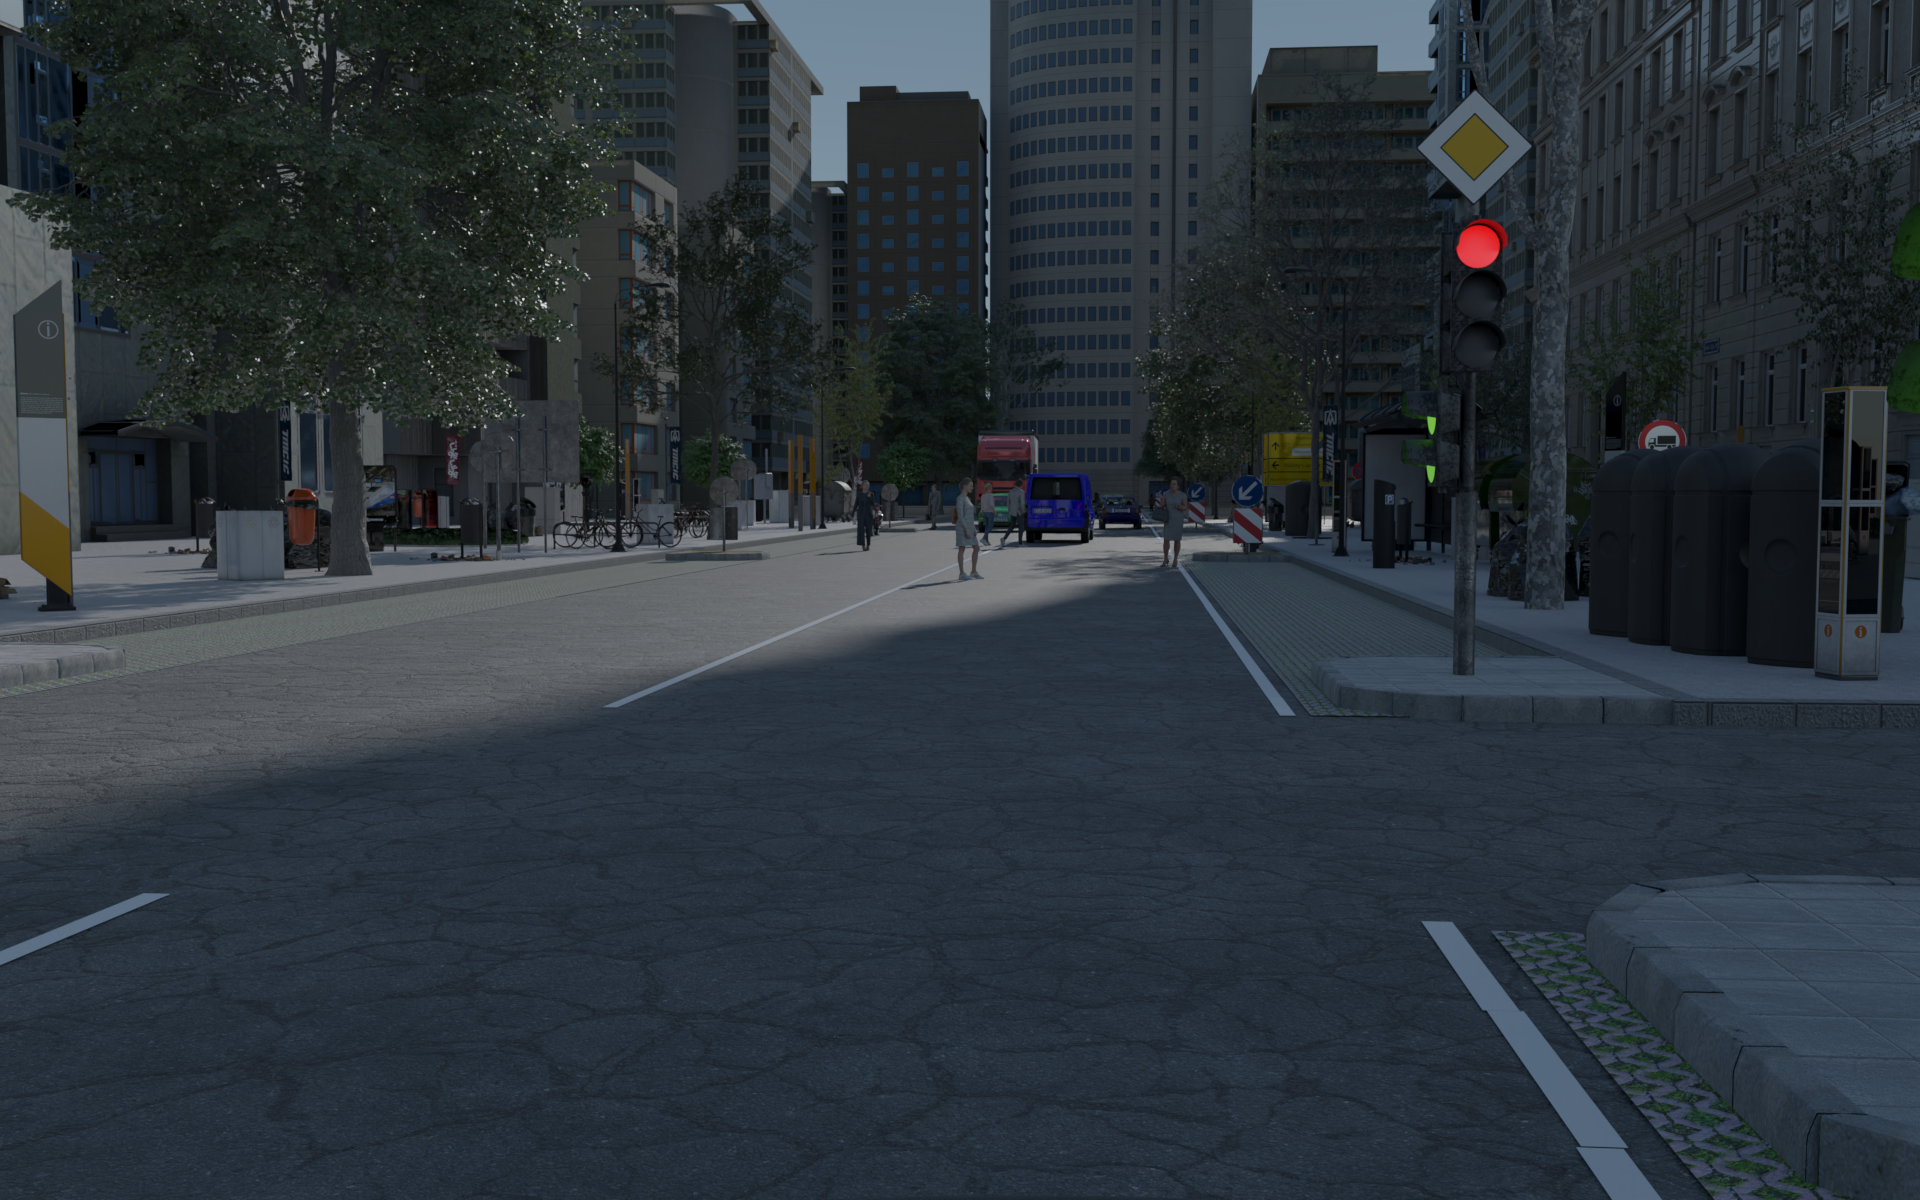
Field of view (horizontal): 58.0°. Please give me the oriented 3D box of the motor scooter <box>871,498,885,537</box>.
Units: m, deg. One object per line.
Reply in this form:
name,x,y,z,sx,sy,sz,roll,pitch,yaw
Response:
motor scooter,-2.920,-2.816,58.814,0.815,1.314,1.986,0,4,5

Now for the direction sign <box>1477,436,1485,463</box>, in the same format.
direction sign,20.222,-4.619,67.510,0.379,3.537,0.876,-1,4,-9

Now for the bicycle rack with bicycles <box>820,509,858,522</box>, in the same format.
bicycle rack with bicycles,-5.798,-4.104,80.486,2.925,0.926,2.852,-1,4,-11

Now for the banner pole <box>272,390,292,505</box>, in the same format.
banner pole,-15.931,-3.101,40.715,0.863,3.779,0.401,3,4,37

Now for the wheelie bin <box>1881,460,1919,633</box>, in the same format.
wheelie bin,8.528,-0.507,16.202,0.980,1.594,0.693,2,4,25

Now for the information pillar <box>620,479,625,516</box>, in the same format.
information pillar,-16.952,-5.050,87.066,0.304,2.012,0.304,2,4,35

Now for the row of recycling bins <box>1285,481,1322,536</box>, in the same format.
row of recycling bins,10.745,-2.886,54.300,1.069,1.692,3.534,1,4,17

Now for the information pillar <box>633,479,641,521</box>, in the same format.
information pillar,-15.395,-4.775,82.567,0.304,2.012,0.304,0,4,2

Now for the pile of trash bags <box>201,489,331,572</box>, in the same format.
pile of trash bags,-11.647,-1.214,29.602,1.912,1.369,3.447,-3,4,-37

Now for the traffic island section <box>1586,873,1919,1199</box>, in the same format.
traffic island section,2.834,1.096,4.365,2.009,0.180,2.903,0,4,5

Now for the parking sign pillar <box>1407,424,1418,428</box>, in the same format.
parking sign pillar,16.928,-4.577,63.303,1.447,3.967,1.447,2,4,31

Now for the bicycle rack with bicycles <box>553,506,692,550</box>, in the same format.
bicycle rack with bicycles,-8.389,-1.680,40.847,2.925,0.926,2.852,1,4,20

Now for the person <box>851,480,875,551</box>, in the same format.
person,-2.418,-2.120,43.588,0.576,1.772,0.534,-2,4,-24

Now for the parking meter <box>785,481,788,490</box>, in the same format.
parking meter,-7.828,-4.515,79.536,0.399,1.863,0.255,0,4,-7

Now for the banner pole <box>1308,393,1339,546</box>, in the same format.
banner pole,9.063,-3.242,43.030,0.401,3.779,0.863,-3,5,-40

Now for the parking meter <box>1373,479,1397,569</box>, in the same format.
parking meter,7.330,-1.315,29.913,0.372,1.533,0.369,0,3,0

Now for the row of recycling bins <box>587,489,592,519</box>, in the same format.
row of recycling bins,-20.668,-4.995,88.786,3.534,1.692,1.069,0,4,-3

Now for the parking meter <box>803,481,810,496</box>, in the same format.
parking meter,-6.917,-4.441,78.321,0.255,1.863,0.399,1,4,19

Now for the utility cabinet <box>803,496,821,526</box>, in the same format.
utility cabinet,-6.087,-3.618,70.322,0.306,1.237,1.020,2,4,35

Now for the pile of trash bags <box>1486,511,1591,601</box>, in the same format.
pile of trash bags,8.255,-0.698,21.159,3.447,1.369,1.912,1,4,15

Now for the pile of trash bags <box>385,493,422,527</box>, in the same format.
pile of trash bags,-21.151,-3.268,63.183,3.447,1.369,1.912,-1,4,-17

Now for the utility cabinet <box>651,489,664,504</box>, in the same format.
utility cabinet,-13.779,-4.303,79.035,0.318,1.500,1.173,-2,4,-24

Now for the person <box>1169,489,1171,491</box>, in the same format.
person,12.913,-5.968,106.632,0.990,1.755,0.434,3,4,38

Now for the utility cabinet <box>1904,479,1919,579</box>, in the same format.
utility cabinet,14.523,-1.062,26.037,0.318,1.500,1.173,1,4,10

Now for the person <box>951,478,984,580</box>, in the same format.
person,0.098,-1.194,29.033,0.522,1.701,0.512,1,4,19

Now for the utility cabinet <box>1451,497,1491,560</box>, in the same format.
utility cabinet,10.078,-1.372,33.597,1.020,1.237,0.306,0,4,0

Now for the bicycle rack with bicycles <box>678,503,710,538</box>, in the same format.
bicycle rack with bicycles,-8.261,-2.311,51.168,2.852,0.926,2.925,3,5,43

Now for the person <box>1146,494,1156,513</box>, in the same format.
person,13.654,-6.843,123.640,1.065,1.426,0.557,-3,5,-41

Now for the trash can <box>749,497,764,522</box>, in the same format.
trash can,-9.424,-4.214,80.548,0.748,1.137,0.748,0,3,0

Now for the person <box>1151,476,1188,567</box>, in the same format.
person,4.109,-1.547,34.159,0.716,1.782,0.532,1,4,21

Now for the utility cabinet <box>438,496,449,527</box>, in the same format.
utility cabinet,-16.617,-2.710,55.463,0.306,1.237,1.020,-2,4,-30

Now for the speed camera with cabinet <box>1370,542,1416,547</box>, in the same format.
speed camera with cabinet,11.069,-2.924,42.151,2.038,3.252,0.660,0,4,-8

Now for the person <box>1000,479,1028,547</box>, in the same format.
person,1.470,-2.329,46.433,0.795,1.843,0.661,-3,4,-38

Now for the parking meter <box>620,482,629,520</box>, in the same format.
parking meter,-16.349,-4.824,84.581,0.399,1.863,0.255,2,4,24

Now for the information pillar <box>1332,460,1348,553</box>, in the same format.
information pillar,8.288,-2.036,37.789,0.304,2.012,0.304,1,4,18

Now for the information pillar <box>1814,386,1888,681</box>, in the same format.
information pillar,6.159,-0.458,11.977,0.304,2.012,0.304,0,4,-7

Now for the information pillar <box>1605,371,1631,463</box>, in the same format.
information pillar,12.564,-2.560,33.219,0.183,3.616,0.504,-1,4,-19

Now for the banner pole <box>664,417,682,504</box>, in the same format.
banner pole,-9.400,-4.066,56.503,0.863,3.779,0.401,2,4,31

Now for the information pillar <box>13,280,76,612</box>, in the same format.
information pillar,-9.984,-1.683,18.869,0.504,3.616,0.183,-3,5,-41

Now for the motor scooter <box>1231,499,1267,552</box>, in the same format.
motor scooter,6.581,-1.626,39.355,0.815,1.314,1.986,0,4,4

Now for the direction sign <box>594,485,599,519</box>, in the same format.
direction sign,-18.852,-5.991,89.948,0.379,3.537,0.876,0,4,1

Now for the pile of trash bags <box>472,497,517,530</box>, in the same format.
pile of trash bags,-16.112,-3.179,61.724,3.447,1.369,1.912,3,4,37

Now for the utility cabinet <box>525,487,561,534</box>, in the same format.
utility cabinet,-13.186,-2.819,54.762,1.173,1.500,0.318,2,4,27

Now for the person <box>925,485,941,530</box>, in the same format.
person,-1.086,-3.726,69.528,0.694,1.812,0.767,3,4,38

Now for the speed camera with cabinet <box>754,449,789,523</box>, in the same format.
speed camera with cabinet,-8.245,-5.016,76.353,0.660,3.252,2.038,2,4,32

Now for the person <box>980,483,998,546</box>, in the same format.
person,0.760,-2.375,47.996,0.731,1.740,0.598,3,5,40

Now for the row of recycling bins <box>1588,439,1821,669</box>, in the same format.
row of recycling bins,6.267,-0.445,14.397,1.069,1.692,3.534,0,4,-4
